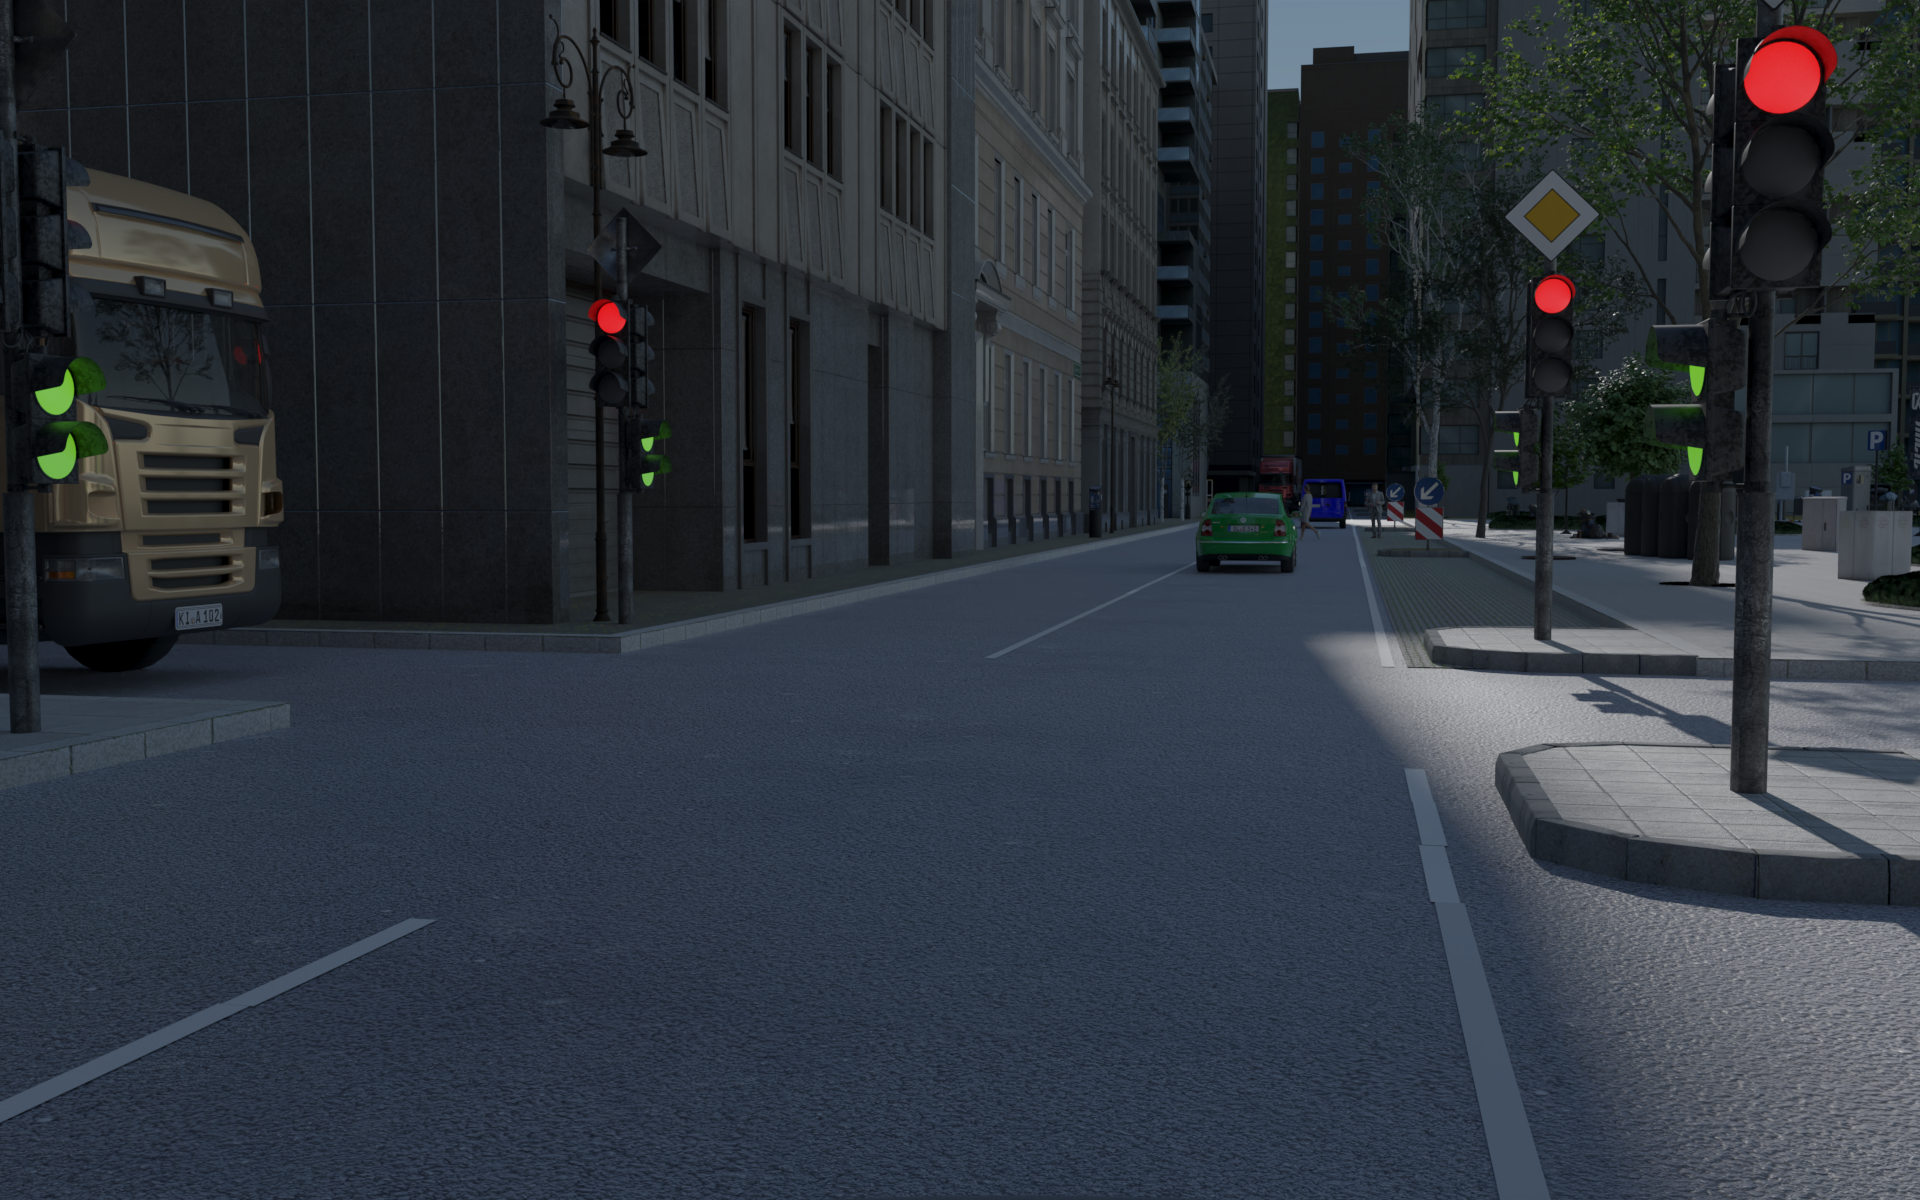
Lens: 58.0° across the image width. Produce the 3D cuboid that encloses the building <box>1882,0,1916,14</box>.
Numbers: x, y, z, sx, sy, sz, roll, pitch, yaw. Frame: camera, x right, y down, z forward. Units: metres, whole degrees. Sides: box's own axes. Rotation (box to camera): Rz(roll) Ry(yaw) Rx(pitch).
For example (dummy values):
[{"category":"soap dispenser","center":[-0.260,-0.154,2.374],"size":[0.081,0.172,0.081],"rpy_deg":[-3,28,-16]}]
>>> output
[{"category":"building","center":[68.676,-29.925,143.903],"size":[28.867,44.769,22.147],"rpy_deg":[1,4,12]}]

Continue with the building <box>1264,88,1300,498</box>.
[{"category":"building","center":[28.038,-30.326,179.420],"size":[14.086,41.232,14.154],"rpy_deg":[1,4,12]}]

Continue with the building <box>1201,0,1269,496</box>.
[{"category":"building","center":[16.787,-43.871,155.535],"size":[20.611,71.187,20.563],"rpy_deg":[1,4,12]}]

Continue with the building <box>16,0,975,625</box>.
[{"category":"building","center":[-7.704,-12.796,27.244],"size":[12.078,24.808,19.932],"rpy_deg":[1,4,12]}]

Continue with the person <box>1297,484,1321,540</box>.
[{"category":"person","center":[10.777,-2.714,53.625],"size":[0.760,1.731,0.466],"rpy_deg":[0,4,6]}]

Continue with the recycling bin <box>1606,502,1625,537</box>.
[{"category":"recycling bin","center":[20.047,-2.444,52.514],"size":[0.722,1.027,0.722],"rpy_deg":[2,4,32]}]

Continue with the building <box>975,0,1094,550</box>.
[{"category":"building","center":[-4.196,-15.958,46.821],"size":[13.634,28.700,20.117],"rpy_deg":[1,4,12]}]

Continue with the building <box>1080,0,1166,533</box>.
[{"category":"building","center":[1.951,-13.246,65.726],"size":[9.793,20.994,18.267],"rpy_deg":[1,4,12]}]

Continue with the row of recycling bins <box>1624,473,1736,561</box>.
[{"category":"row of recycling bins","center":[14.474,-1.705,34.987],"size":[1.069,1.692,3.534],"rpy_deg":[0,4,-4]}]

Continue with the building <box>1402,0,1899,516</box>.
[{"category":"building","center":[44.441,-32.268,116.816],"size":[28.713,52.752,27.495],"rpy_deg":[1,4,12]}]

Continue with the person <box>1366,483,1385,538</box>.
[{"category":"person","center":[13.385,-2.887,55.902],"size":[0.606,1.804,0.583],"rpy_deg":[1,4,20]}]

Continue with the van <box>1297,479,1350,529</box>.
[{"category":"van","center":[15.405,-4.221,73.395],"size":[2.240,2.365,5.245],"rpy_deg":[1,4,12]}]

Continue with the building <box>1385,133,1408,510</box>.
[{"category":"building","center":[41.790,-22.533,140.123],"size":[14.160,30.474,14.107],"rpy_deg":[1,4,12]}]

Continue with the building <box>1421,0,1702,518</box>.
[{"category":"building","center":[33.335,-19.999,98.689],"size":[14.160,30.474,14.107],"rpy_deg":[1,4,12]}]

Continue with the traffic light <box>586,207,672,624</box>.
[{"category":"traffic light","center":[-3.289,-1.718,17.011],"size":[0.839,4.253,0.868],"rpy_deg":[1,4,12]}]

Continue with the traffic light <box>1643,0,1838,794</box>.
[{"category":"traffic light","center":[3.387,-1.128,7.369],"size":[0.839,4.253,0.868],"rpy_deg":[1,4,12]}]

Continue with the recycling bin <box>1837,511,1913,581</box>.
[{"category":"recycling bin","center":[13.702,-0.819,25.948],"size":[0.722,1.027,0.722],"rpy_deg":[-1,4,-13]}]

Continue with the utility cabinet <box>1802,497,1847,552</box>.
[{"category":"utility cabinet","center":[19.471,-1.705,39.047],"size":[0.306,1.237,1.020],"rpy_deg":[-1,4,-16]}]

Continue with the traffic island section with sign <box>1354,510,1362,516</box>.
[{"category":"traffic island section with sign","center":[27.262,-6.482,114.605],"size":[1.989,1.847,2.006],"rpy_deg":[1,4,12]}]

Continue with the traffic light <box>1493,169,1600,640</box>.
[{"category":"traffic light","center":[5.121,-1.605,15.164],"size":[0.839,4.253,0.868],"rpy_deg":[1,4,12]}]

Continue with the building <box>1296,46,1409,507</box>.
[{"category":"building","center":[41.857,-32.183,176.294],"size":[14.200,45.320,14.600],"rpy_deg":[1,4,12]}]

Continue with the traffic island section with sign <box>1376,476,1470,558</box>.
[{"category":"traffic island section with sign","center":[10.626,-1.905,39.783],"size":[1.989,1.847,2.006],"rpy_deg":[1,4,12]}]

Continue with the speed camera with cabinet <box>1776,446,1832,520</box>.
[{"category":"speed camera with cabinet","center":[34.871,-4.724,71.580],"size":[2.038,3.252,0.660],"rpy_deg":[1,4,23]}]

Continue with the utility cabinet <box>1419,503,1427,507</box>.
[{"category":"utility cabinet","center":[19.663,-3.967,73.547],"size":[0.318,1.500,1.173],"rpy_deg":[1,4,13]}]

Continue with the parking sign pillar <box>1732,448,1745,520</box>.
[{"category":"parking sign pillar","center":[27.363,-4.462,61.426],"size":[1.447,3.967,1.447],"rpy_deg":[-1,4,-23]}]

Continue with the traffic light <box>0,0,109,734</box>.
[{"category":"traffic light","center":[-5.023,-1.241,9.216],"size":[0.839,4.253,0.868],"rpy_deg":[1,4,12]}]

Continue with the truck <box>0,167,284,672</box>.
[{"category":"truck","center":[-10.398,-1.525,13.853],"size":[11.283,4.237,2.839],"rpy_deg":[1,4,14]}]

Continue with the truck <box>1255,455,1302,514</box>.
[{"category":"truck","center":[23.233,-8.362,125.639],"size":[2.839,4.237,11.283],"rpy_deg":[1,4,14]}]

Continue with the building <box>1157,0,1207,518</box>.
[{"category":"building","center":[4.646,-48.540,106.294],"size":[22.319,86.520,31.000],"rpy_deg":[1,4,12]}]

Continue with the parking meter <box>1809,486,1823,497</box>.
[{"category":"parking meter","center":[26.021,-2.708,52.681],"size":[0.372,1.533,0.369],"rpy_deg":[0,3,0]}]

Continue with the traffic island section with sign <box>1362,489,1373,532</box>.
[{"category":"traffic island section with sign","center":[16.477,-3.515,66.098],"size":[1.989,1.847,2.006],"rpy_deg":[1,4,12]}]

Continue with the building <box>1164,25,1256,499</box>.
[{"category":"building","center":[6.719,-27.124,135.361],"size":[32.217,40.220,23.993],"rpy_deg":[1,4,12]}]
